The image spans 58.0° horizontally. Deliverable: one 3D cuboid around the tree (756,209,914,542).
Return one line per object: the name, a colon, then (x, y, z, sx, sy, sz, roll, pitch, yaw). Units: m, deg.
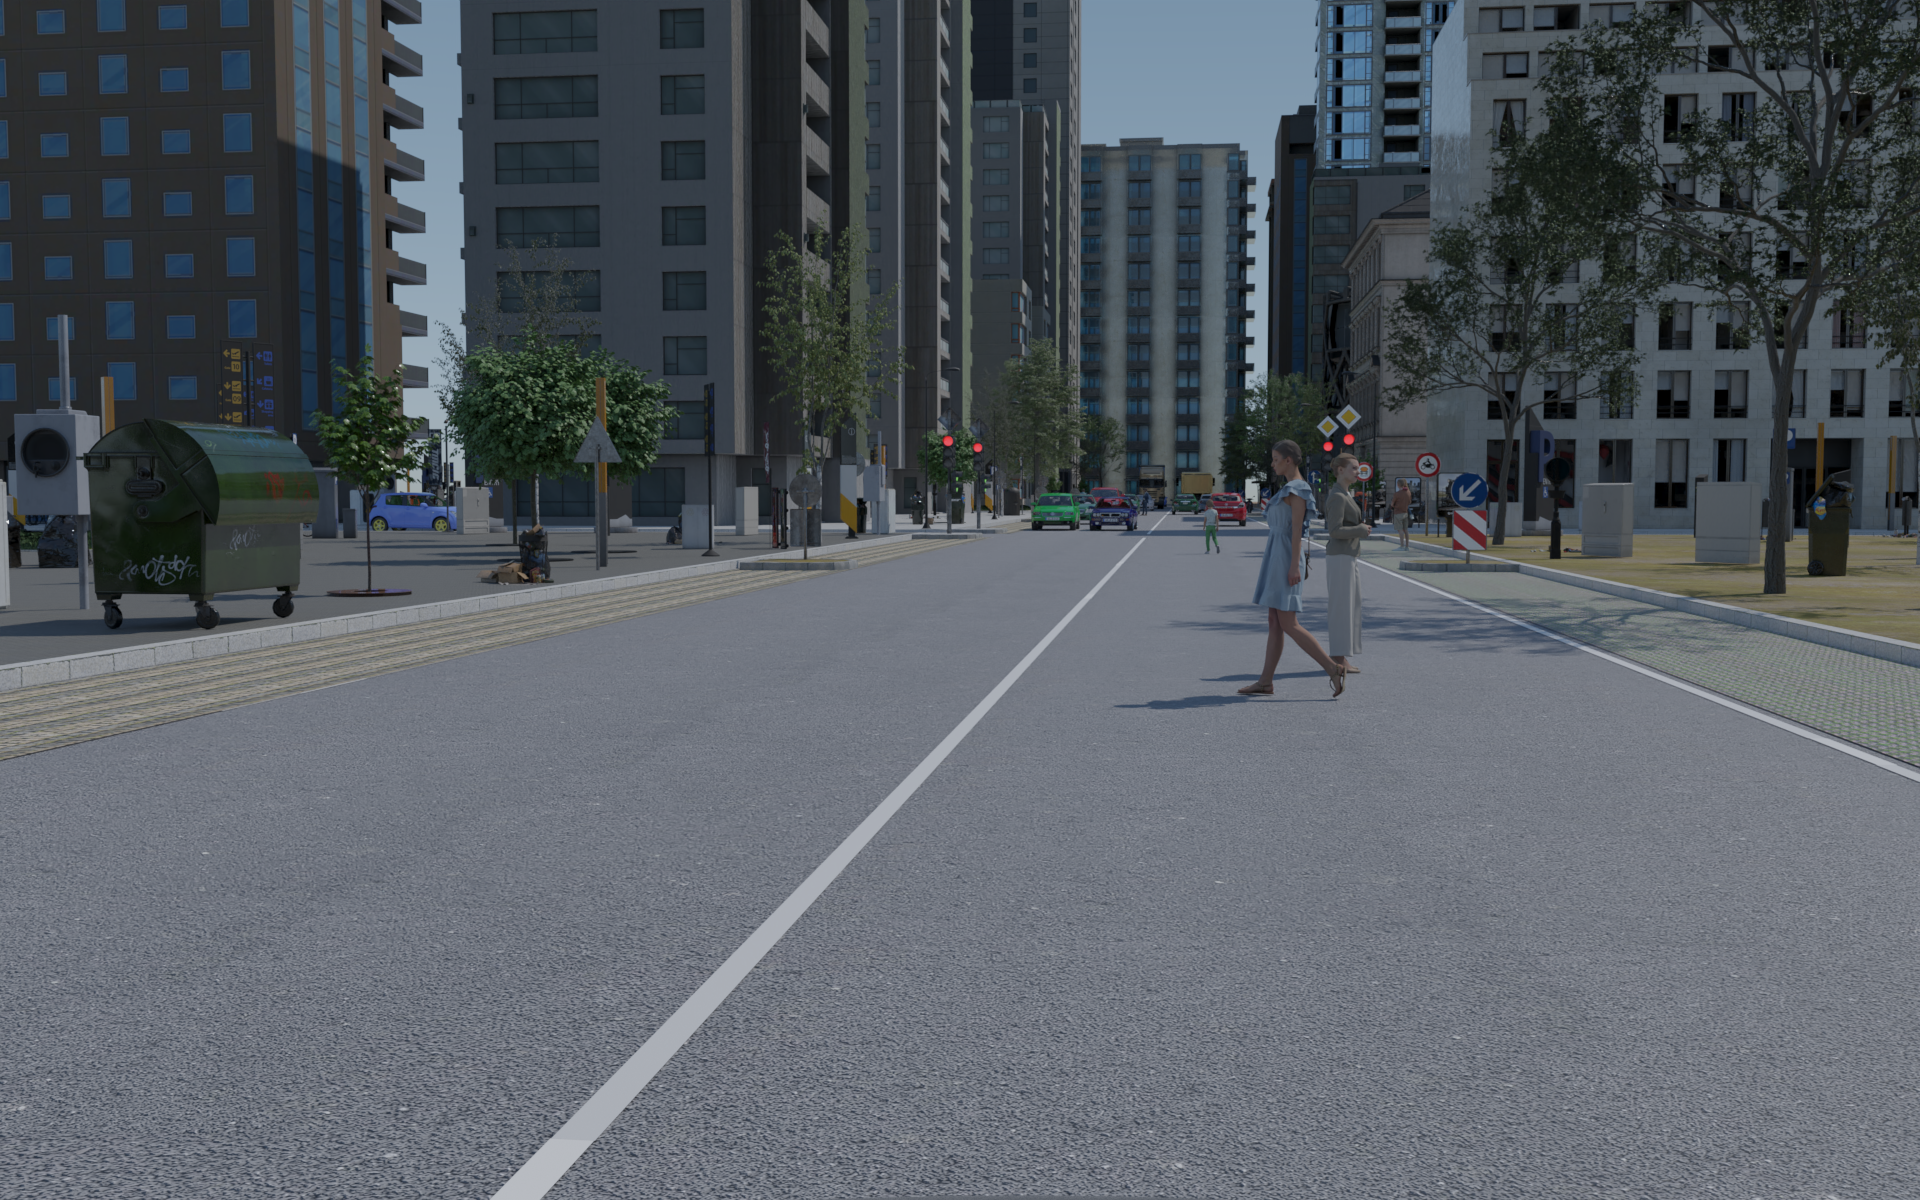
tree: (-3.575, -5.843, 45.895, 4.737, 8.622, 4.395, 0, 3, 0)

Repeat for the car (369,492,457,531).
car: (-19.615, -3.279, 63.196, 3.694, 1.707, 1.945, 1, 4, 8)

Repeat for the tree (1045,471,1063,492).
tree: (7.282, -8.754, 137.726, 1.663, 3.219, 1.824, 0, 3, 0)

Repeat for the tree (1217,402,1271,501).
tree: (35.424, -18.036, 213.011, 7.486, 12.596, 7.792, 0, 3, 0)

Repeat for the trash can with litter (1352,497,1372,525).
trash can with litter: (16.530, -3.648, 71.030, 1.055, 1.170, 0.624, 2, 4, 31)

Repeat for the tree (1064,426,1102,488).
tree: (13.065, -14.398, 185.765, 4.360, 8.622, 3.978, 0, 3, 0)

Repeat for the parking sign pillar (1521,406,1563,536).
parking sign pillar: (17.796, -3.958, 53.183, 1.447, 3.967, 1.447, 3, 5, 42)

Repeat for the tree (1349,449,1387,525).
tree: (17.071, -4.790, 72.926, 1.663, 3.219, 1.824, 0, 3, 0)

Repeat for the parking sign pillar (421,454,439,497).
parking sign pillar: (-35.053, -7.734, 114.928, 1.447, 3.967, 1.447, 1, 4, 18)

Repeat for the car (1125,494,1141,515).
car: (11.722, -6.735, 121.913, 2.131, 1.459, 4.920, 0, 4, 8)

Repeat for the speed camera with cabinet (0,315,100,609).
speed camera with cabinet: (-10.596, -1.511, 19.035, 2.038, 3.252, 0.660, 0, 3, 0)

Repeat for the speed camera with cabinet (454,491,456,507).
speed camera with cabinet: (-26.080, -6.038, 93.060, 2.038, 3.252, 0.660, -2, 4, -26)

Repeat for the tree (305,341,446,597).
tree: (-7.393, -1.676, 22.011, 1.663, 3.219, 1.824, 0, 3, 0)

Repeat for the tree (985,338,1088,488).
tree: (5.585, -12.678, 125.412, 7.486, 12.596, 7.792, 0, 3, 0)

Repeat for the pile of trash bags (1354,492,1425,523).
pile of trash bags: (19.229, -4.107, 76.895, 3.447, 1.369, 1.912, 1, 4, 10)

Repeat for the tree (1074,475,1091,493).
tree: (12.063, -10.858, 172.130, 1.663, 3.219, 1.824, 0, 3, 0)

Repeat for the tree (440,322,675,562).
tree: (-8.172, -3.031, 33.276, 4.285, 4.588, 4.351, 0, 3, 0)

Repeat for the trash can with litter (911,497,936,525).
trash can with litter: (-1.526, -3.734, 72.444, 1.055, 1.170, 0.624, 0, 4, 4)

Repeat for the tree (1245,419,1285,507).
tree: (28.459, -12.725, 158.415, 4.360, 8.622, 3.978, 0, 3, 0)

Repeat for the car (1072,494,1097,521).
car: (5.747, -4.354, 82.994, 2.131, 1.459, 4.920, 0, 4, 7)

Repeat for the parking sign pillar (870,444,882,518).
parking sign pillar: (-4.823, -6.485, 94.506, 1.447, 3.967, 1.447, 1, 4, 17)

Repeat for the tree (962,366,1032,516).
tree: (2.246, -9.071, 98.678, 4.360, 8.622, 3.978, 0, 3, 0)

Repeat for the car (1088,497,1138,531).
car: (6.111, -3.434, 68.721, 1.945, 1.354, 3.894, 1, 4, 9)

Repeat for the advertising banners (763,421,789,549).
advertising banners: (-4.377, -2.744, 41.056, 0.090, 3.025, 2.074, -1, 4, -21)

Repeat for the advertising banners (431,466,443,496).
advertising banners: (-32.638, -6.814, 107.591, 2.074, 3.025, 0.090, 3, 5, 43)

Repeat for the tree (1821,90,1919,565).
tree: (17.390, -4.929, 30.947, 4.360, 8.622, 3.978, 0, 3, 0)

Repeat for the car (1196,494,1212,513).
car: (19.106, -7.384, 132.729, 2.014, 1.417, 4.499, 0, 4, 7)

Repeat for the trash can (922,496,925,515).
trash can: (-2.369, -5.658, 104.166, 0.748, 1.137, 0.748, 0, 3, 0)

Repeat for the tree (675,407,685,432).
tree: (-7.746, -3.318, 37.969, 4.285, 4.588, 4.351, 0, 3, 0)

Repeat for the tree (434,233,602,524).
tree: (-12.117, -5.995, 48.381, 4.360, 8.622, 3.978, 0, 3, 0)

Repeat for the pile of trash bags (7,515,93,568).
pile of trash bags: (-17.129, -1.273, 30.562, 3.447, 1.369, 1.912, -1, 4, -10)

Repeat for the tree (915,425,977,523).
tree: (-0.430, -5.720, 77.229, 4.285, 4.588, 4.351, 0, 3, 0)

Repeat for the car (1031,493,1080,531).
car: (3.855, -3.709, 69.438, 1.959, 1.807, 4.718, 0, 4, 7)

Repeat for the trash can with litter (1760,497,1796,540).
trash can with litter: (22.460, -2.311, 48.849, 2.233, 1.210, 1.678, 1, 4, 18)

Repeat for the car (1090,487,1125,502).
car: (8.063, -5.365, 96.395, 2.281, 1.827, 5.304, 0, 4, 8)

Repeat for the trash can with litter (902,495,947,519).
trash can with litter: (-1.808, -4.838, 90.151, 2.233, 1.210, 1.678, 1, 4, 11)

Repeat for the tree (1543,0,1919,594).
tree: (10.225, -5.349, 21.867, 7.601, 10.594, 8.767, -2, 4, -35)

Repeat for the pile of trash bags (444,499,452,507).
pile of trash bags: (-27.677, -4.913, 90.080, 1.912, 1.369, 3.447, 1, 4, 9)

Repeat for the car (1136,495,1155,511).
car: (15.715, -8.332, 148.593, 2.083, 1.381, 4.827, 0, 4, 7)

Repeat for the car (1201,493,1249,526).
car: (11.959, -4.223, 78.094, 2.155, 1.783, 4.494, 0, 4, 7)

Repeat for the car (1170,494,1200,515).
car: (15.700, -6.669, 120.838, 2.131, 1.459, 4.920, 0, 4, 7)

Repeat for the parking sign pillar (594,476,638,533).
parking sign pillar: (-11.395, -4.206, 57.247, 1.447, 3.967, 1.447, 1, 4, 23)

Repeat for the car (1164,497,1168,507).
car: (22.410, -11.339, 194.980, 1.945, 1.707, 3.694, 1, 4, 9)

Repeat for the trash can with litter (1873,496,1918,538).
trash can with litter: (27.976, -2.474, 51.503, 1.678, 1.210, 2.233, 3, 4, 36)

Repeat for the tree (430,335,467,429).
tree: (-22.239, -7.901, 79.545, 4.737, 8.622, 4.395, 0, 3, 0)

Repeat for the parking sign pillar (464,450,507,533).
parking sign pillar: (-15.837, -4.229, 57.621, 1.447, 3.967, 1.447, 2, 4, 32)

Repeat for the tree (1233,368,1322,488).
tree: (26.293, -13.220, 141.902, 9.928, 11.665, 9.643, 0, 3, 0)

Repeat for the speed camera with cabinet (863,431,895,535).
speed camera with cabinet: (-2.575, -3.722, 55.196, 0.660, 3.252, 2.038, 1, 4, 12)

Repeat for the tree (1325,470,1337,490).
tree: (17.634, -5.226, 80.045, 1.663, 3.219, 1.824, 0, 3, 0)

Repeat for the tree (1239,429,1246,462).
tree: (30.396, -13.819, 176.302, 4.360, 8.622, 3.978, 0, 3, 0)

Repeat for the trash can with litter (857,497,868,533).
trash can with litter: (-3.420, -2.775, 56.752, 0.624, 1.170, 1.055, -1, 4, -22)

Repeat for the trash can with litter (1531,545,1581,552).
trash can with litter: (13.789, -1.674, 38.426, 2.233, 1.210, 1.678, 1, 4, 9)

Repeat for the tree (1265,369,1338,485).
tree: (20.457, -9.300, 102.414, 4.737, 8.622, 4.395, 0, 3, 0)

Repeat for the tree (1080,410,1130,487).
tree: (17.530, -17.727, 215.585, 9.928, 11.665, 9.643, 0, 3, 0)

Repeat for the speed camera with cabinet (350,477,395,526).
speed camera with cabinet: (-24.199, -4.711, 71.368, 0.660, 3.252, 2.038, 2, 4, 24)

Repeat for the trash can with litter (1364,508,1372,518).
trash can with litter: (21.445, -4.999, 92.787, 1.678, 1.210, 2.233, -3, 5, -39)

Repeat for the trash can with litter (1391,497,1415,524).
trash can with litter: (18.715, -3.772, 73.054, 1.055, 1.170, 0.624, 3, 5, 43)
